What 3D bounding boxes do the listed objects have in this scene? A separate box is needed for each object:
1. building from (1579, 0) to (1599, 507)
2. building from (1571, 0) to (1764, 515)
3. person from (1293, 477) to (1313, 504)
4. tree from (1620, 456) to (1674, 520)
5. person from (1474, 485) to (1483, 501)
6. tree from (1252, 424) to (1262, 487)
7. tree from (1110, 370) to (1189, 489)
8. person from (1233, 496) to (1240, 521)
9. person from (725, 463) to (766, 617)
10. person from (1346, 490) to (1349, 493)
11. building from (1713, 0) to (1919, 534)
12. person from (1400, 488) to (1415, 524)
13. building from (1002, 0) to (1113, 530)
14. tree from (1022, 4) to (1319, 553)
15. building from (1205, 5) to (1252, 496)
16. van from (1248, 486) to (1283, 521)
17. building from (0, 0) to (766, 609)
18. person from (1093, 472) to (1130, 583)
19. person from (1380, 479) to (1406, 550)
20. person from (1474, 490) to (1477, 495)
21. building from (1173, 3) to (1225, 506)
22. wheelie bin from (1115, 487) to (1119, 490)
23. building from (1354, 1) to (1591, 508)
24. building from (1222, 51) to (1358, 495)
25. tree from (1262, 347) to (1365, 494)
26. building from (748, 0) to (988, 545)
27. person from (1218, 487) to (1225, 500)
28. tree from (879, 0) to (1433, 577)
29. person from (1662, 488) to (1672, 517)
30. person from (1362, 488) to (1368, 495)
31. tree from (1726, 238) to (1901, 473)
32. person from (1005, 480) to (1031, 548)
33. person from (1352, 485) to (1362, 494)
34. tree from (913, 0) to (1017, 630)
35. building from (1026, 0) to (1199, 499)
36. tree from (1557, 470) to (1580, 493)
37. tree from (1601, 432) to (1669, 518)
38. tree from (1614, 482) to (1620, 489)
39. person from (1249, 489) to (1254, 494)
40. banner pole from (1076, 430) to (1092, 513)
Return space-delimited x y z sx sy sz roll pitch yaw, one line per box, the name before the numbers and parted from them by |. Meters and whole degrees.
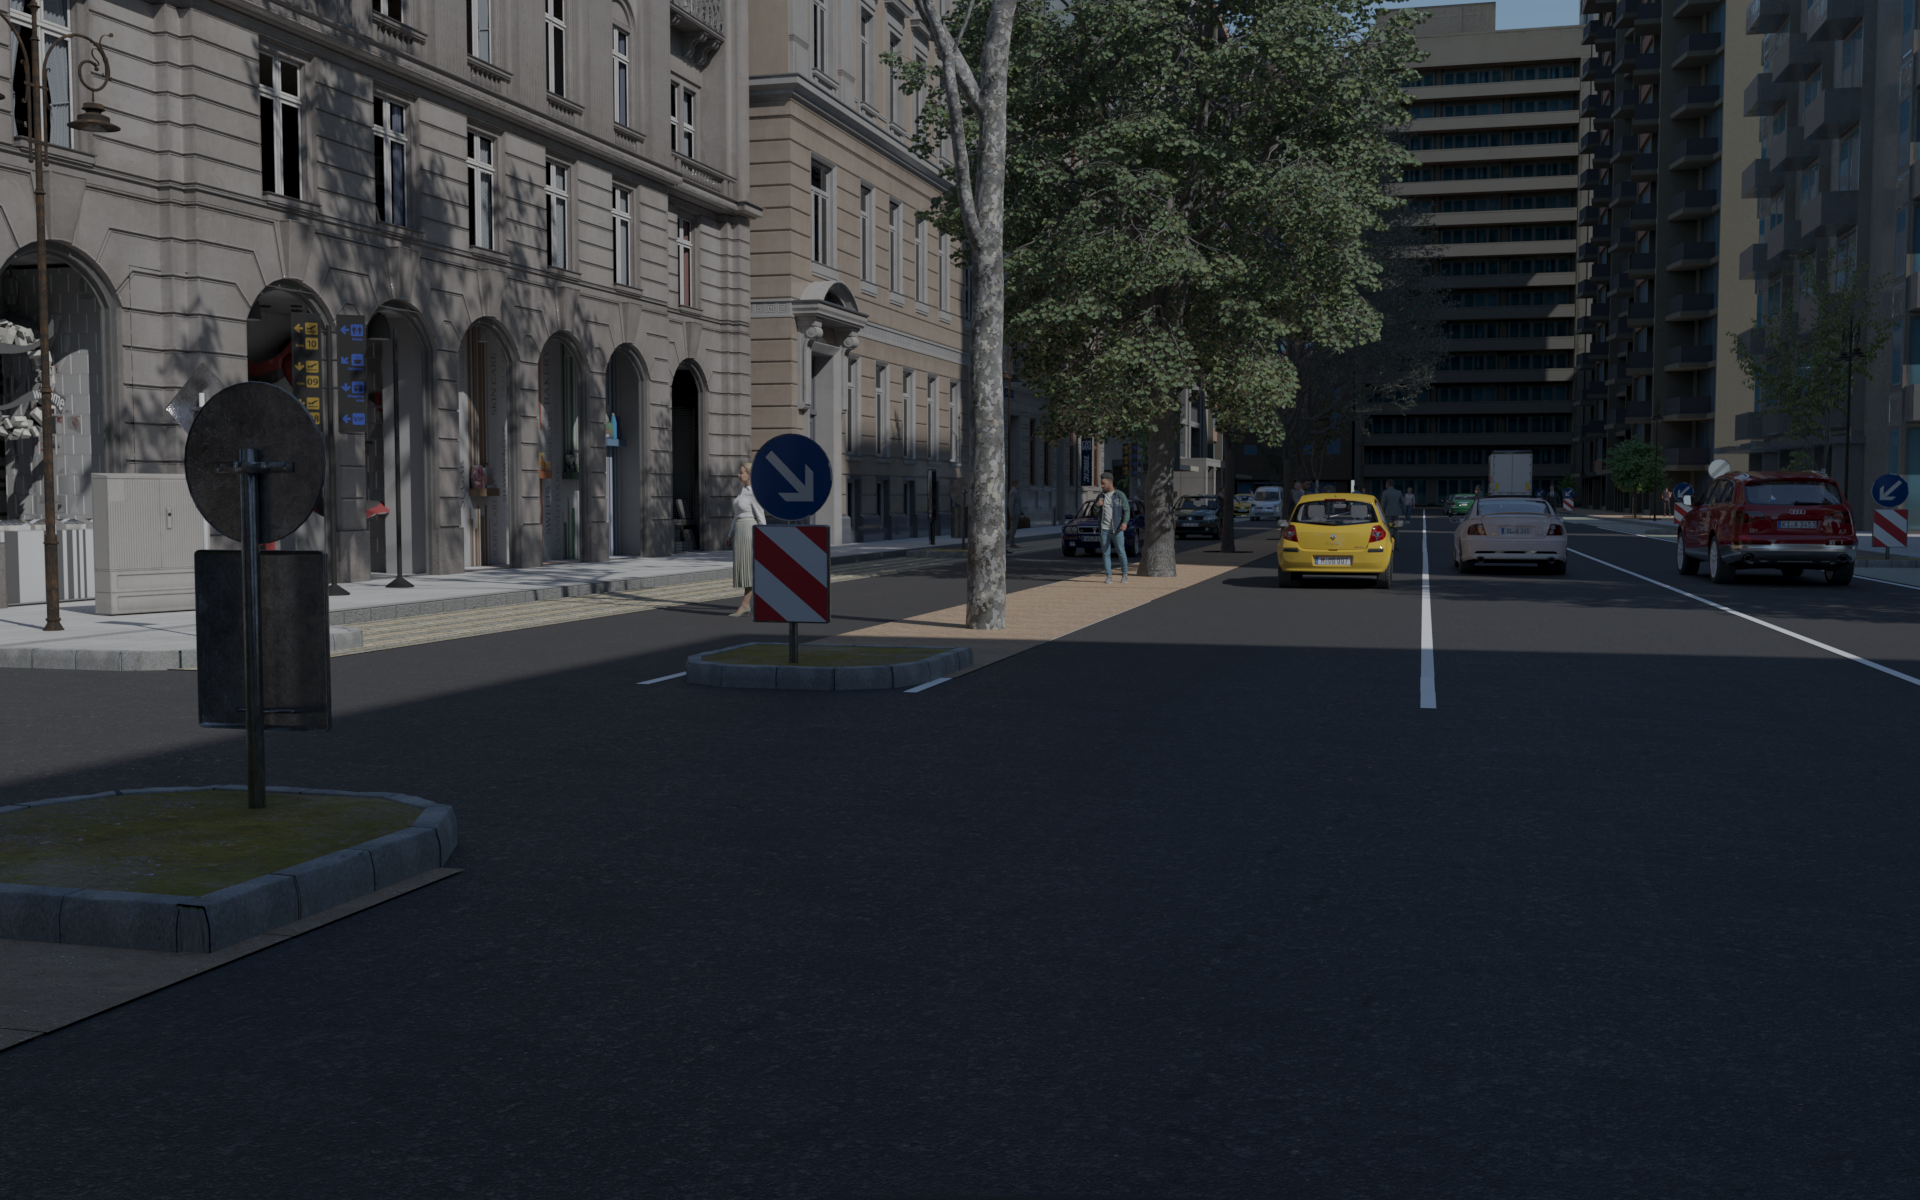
building | 71.620 -44.673 168.653 20.611 71.187 20.563 1 4 15
building | 61.132 -29.530 137.443 22.147 44.769 28.867 1 4 15
person | 7.461 -1.758 37.420 0.511 1.800 0.466 -3 4 -36
tree | 34.459 -5.625 86.566 1.663 3.219 1.824 0 3 0
person | 20.883 -3.750 69.917 0.767 1.812 0.694 0 4 6
tree | 27.550 -12.275 151.065 4.360 8.622 3.978 0 3 0
tree | 8.876 -8.210 84.597 4.737 8.622 4.395 0 3 0
person | 14.226 -5.027 90.780 0.705 1.814 1.350 3 5 43
person | -2.423 -0.708 20.297 0.641 1.798 0.478 -1 4 -22
person | 32.102 -8.199 143.261 1.217 1.736 0.721 -2 4 -28
building | 42.427 -27.161 63.684 23.786 49.044 30.456 1 4 15
person | 21.705 -4.578 84.017 0.731 1.740 0.598 1 4 20
building | -0.787 -14.347 70.738 11.583 22.565 21.152 1 4 15
tree | 6.509 -7.873 41.550 12.009 13.543 11.850 0 3 0
building | 10.713 -30.596 154.864 28.867 44.769 22.147 1 4 15
van | 16.555 -5.259 92.990 2.013 2.044 4.112 1 4 16
building | -13.447 -11.497 29.779 13.314 21.916 24.055 1 4 15
person | 2.422 -1.156 27.748 0.623 1.781 0.721 1 4 12
person | 10.997 -2.172 44.107 0.635 1.810 0.391 -1 4 -22
person | 32.577 -6.135 109.523 0.721 1.735 1.217 -3 4 -38
building | 9.519 -42.195 128.134 20.563 71.187 20.611 1 4 15
wheelie bin | 7.122 -4.472 81.025 0.980 1.594 0.693 -1 4 -8
building | 51.436 -33.752 175.554 21.600 48.544 21.300 1 4 15
building | 33.199 -32.210 176.740 14.200 45.320 14.600 1 4 15
tree | 15.156 -7.381 73.506 4.360 8.622 3.978 0 3 0
building | -7.383 -16.203 50.824 13.634 28.700 20.117 1 4 15
person | 12.616 -4.541 83.110 0.532 1.782 0.716 2 4 33
tree | 3.432 -7.375 29.696 9.857 13.997 8.962 0 3 0
person | 40.132 -5.556 98.361 0.593 1.643 0.415 -2 4 -26
person | 23.412 -5.594 100.521 0.990 1.755 0.434 3 4 37
tree | 24.745 -6.097 50.042 4.737 8.622 4.395 0 3 0
person | 1.457 -2.284 45.960 0.853 1.813 0.709 0 4 1
person | 16.603 -3.914 72.516 0.660 1.820 0.620 -2 4 -30
tree | -0.679 -9.819 18.894 12.611 20.169 13.585 0 3 0
building | -0.341 -31.576 105.502 28.713 52.752 27.495 1 4 15
tree | 47.781 -8.655 136.109 1.663 3.219 1.824 0 3 0
tree | 35.984 -6.647 92.400 4.285 4.588 4.351 0 3 0
tree | 37.678 -6.251 96.804 1.663 3.219 1.824 0 3 0
person | 24.203 -8.388 144.127 0.436 1.711 0.756 2 4 33
banner pole | 4.771 -4.731 67.377 0.863 3.779 0.401 -1 4 -15
